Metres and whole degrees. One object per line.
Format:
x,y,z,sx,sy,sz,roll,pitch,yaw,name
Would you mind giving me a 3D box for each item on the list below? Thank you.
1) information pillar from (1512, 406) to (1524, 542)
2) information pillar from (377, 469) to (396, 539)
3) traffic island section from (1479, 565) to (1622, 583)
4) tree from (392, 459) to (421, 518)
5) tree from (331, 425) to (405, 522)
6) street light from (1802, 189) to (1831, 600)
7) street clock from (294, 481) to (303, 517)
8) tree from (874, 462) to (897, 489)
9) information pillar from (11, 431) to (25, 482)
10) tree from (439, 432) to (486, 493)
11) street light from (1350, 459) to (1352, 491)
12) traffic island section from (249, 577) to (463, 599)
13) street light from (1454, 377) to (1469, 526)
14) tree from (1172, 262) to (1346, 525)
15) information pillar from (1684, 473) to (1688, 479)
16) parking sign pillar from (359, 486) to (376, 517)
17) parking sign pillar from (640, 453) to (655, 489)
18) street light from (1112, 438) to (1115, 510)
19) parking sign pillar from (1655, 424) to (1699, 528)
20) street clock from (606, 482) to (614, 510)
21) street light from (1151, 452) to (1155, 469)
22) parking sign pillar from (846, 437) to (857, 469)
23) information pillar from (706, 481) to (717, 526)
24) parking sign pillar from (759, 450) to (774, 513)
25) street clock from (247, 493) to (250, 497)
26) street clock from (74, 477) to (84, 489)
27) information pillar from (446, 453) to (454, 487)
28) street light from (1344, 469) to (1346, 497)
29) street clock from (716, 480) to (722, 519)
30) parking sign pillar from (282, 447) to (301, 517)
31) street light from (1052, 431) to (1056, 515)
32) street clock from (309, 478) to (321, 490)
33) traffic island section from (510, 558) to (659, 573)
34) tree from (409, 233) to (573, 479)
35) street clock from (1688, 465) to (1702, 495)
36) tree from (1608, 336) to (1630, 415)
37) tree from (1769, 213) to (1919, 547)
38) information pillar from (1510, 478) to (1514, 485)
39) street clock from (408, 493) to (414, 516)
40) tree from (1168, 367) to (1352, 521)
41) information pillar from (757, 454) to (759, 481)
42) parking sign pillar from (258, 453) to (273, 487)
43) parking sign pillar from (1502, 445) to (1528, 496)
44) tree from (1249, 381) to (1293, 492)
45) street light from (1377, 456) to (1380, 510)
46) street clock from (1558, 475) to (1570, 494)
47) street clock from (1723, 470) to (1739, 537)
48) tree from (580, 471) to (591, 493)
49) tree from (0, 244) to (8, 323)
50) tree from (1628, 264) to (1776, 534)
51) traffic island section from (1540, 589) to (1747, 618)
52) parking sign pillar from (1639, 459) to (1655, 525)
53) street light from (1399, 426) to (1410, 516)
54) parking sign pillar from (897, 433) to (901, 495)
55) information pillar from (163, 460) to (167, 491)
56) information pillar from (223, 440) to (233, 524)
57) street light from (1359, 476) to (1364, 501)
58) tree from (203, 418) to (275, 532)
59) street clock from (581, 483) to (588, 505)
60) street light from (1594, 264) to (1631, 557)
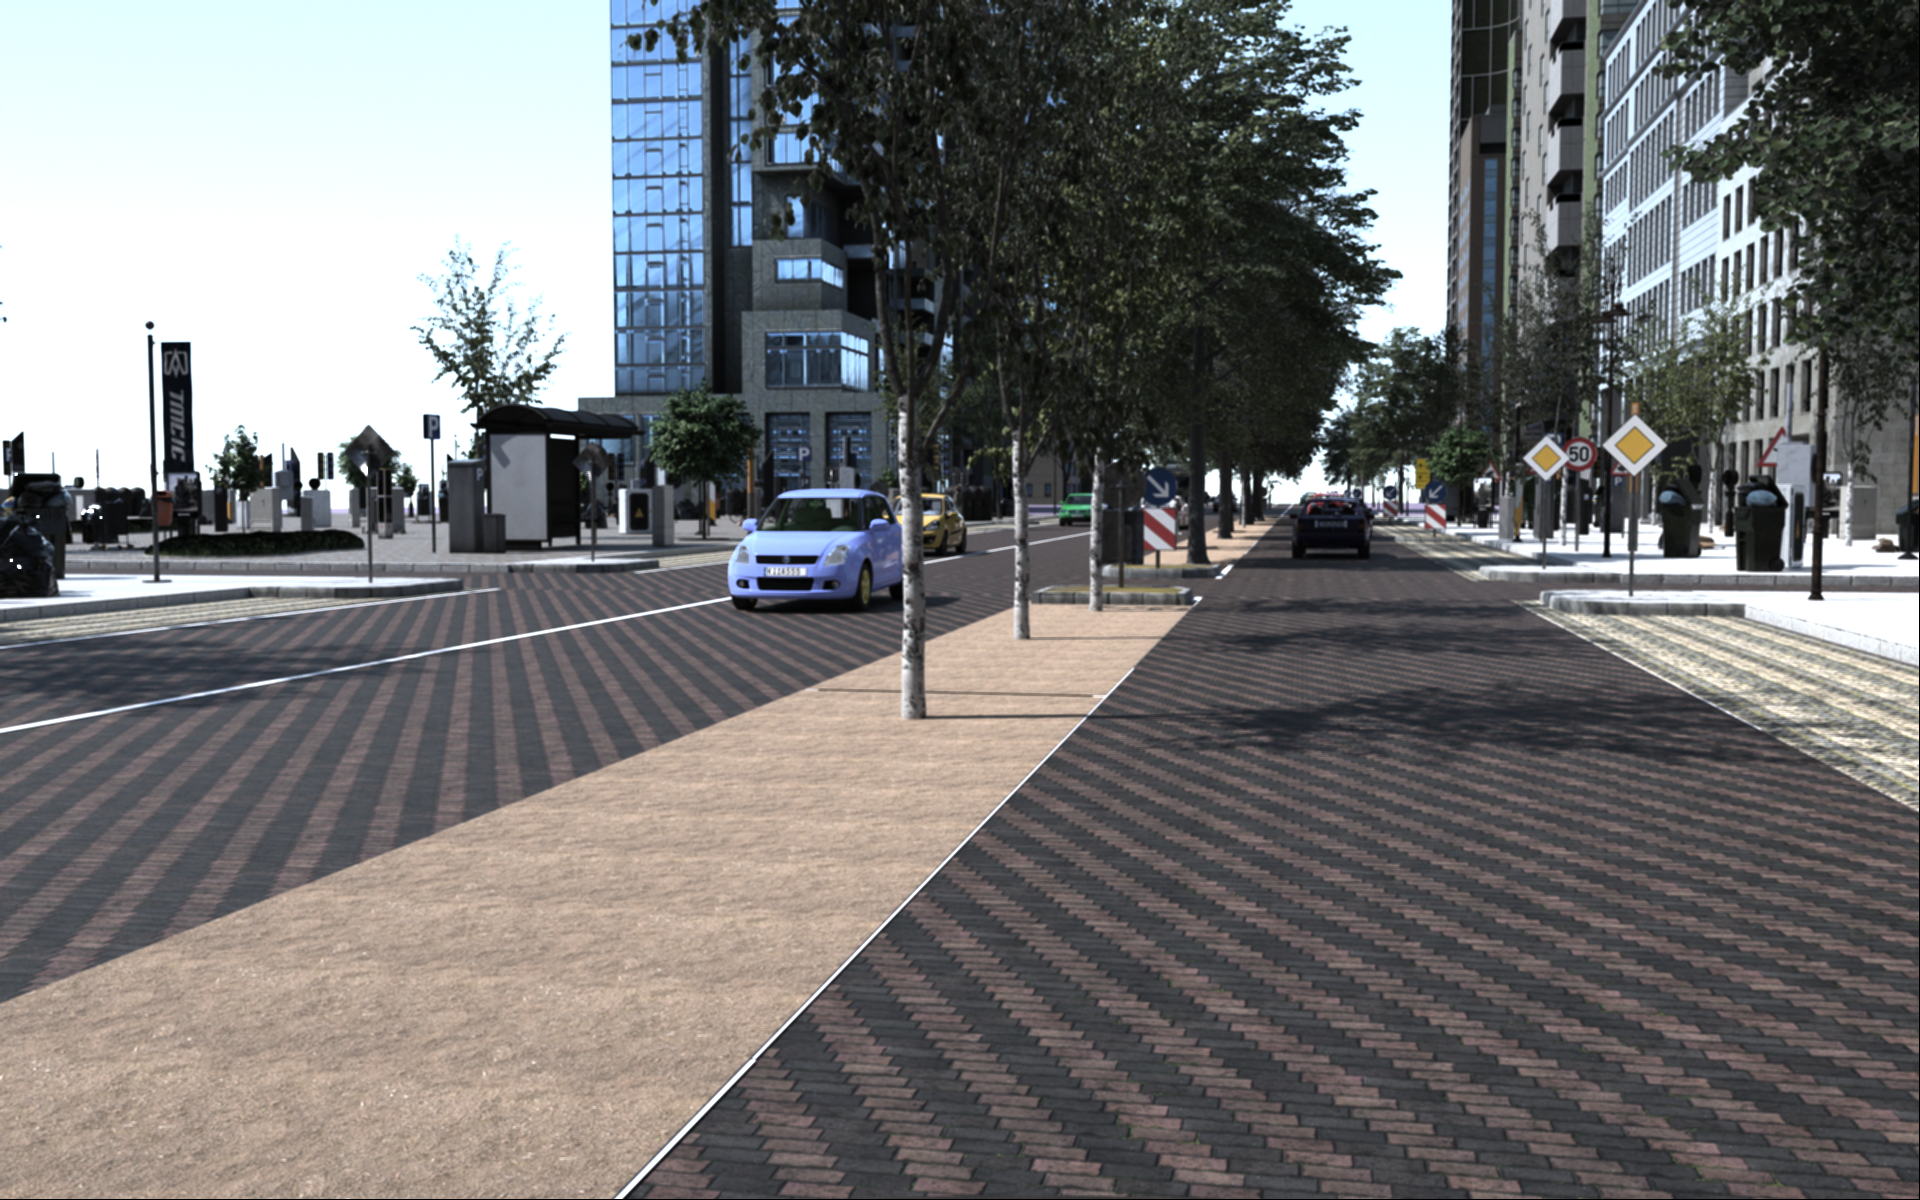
14.933,-3.356,46.224,0.183,3.616,0.504,2,4,32,information pillar
-16.573,-2.778,49.914,0.304,2.012,0.304,2,4,26,information pillar
9.973,-0.443,29.522,2.009,0.180,2.903,1,4,11,traffic island section
-30.358,-6.150,95.153,1.663,3.219,1.824,0,3,0,tree
-27.852,-5.963,81.207,4.285,4.588,4.351,0,3,0,tree
10.378,-2.938,20.818,0.468,5.910,1.993,1,4,11,street light
-36.874,-5.625,96.540,0.471,2.002,0.358,-2,4,-27,street clock
-4.390,-6.703,104.195,1.663,3.219,1.824,0,3,0,tree
-34.677,-4.433,63.832,0.183,3.616,0.504,2,4,29,information pillar
-15.096,-3.628,53.927,1.663,3.219,1.824,0,3,0,tree
50.891,-15.441,225.239,0.468,5.910,1.993,1,4,11,street light
-8.541,-0.169,25.044,2.009,0.180,2.903,1,4,11,traffic island section
19.842,-5.864,68.662,0.468,5.910,1.993,1,4,11,street light
13.423,-10.492,80.654,9.857,13.997,8.962,0,3,0,tree
25.735,-3.461,61.077,0.304,2.012,0.304,0,4,-4,information pillar
-33.566,-6.722,98.371,1.447,3.967,1.447,-1,4,-9,parking sign pillar
-17.443,-6.616,96.648,1.447,3.967,1.447,1,4,9,parking sign pillar
12.579,-10.355,142.096,0.468,5.910,1.993,1,4,11,street light
27.415,-4.740,65.965,1.447,3.967,1.447,1,4,23,parking sign pillar
-21.730,-6.298,107.537,0.471,2.002,0.358,-2,4,-34,street clock
19.562,-12.472,176.712,0.468,5.910,1.993,1,4,11,street light
-5.214,-5.757,82.607,1.447,3.967,1.447,0,4,-7,parking sign pillar
-10.077,-4.798,69.806,0.504,3.616,0.183,1,4,11,information pillar
-11.716,-7.100,104.555,1.447,3.967,1.447,1,4,21,parking sign pillar
-48.197,-6.926,117.806,0.471,2.002,0.358,2,4,28,street clock
-36.662,-4.131,72.115,0.471,2.002,0.358,3,4,36,street clock
-28.897,-6.540,98.278,0.183,3.616,0.504,3,5,39,information pillar
57.521,-17.509,259.062,0.468,5.910,1.993,1,4,11,street light
-14.049,-5.773,98.962,0.358,2.002,0.471,3,4,37,street clock
-37.846,-6.719,98.330,1.447,3.967,1.447,-3,4,-38,parking sign pillar
5.953,-8.299,108.477,0.468,5.910,1.993,1,4,11,street light
-29.090,-4.498,78.113,0.471,2.002,0.358,0,4,3,street clock
-6.988,-0.648,32.877,2.009,0.180,2.903,1,4,11,traffic island section
-13.562,-6.083,49.815,4.737,8.622,4.395,0,3,0,tree
18.330,-2.365,43.245,0.358,2.002,0.471,1,4,11,street clock
28.052,-7.267,69.172,4.737,8.622,4.395,0,3,0,tree
21.980,-5.609,42.065,4.360,8.622,3.978,0,3,0,tree
25.253,-4.556,78.987,0.304,2.012,0.304,-2,4,-28,information pillar
-30.992,-5.700,97.770,0.358,2.002,0.471,1,4,9,street clock
15.610,-10.488,90.950,9.611,12.733,9.660,0,3,0,tree
-11.915,-6.773,102.085,0.183,3.616,0.504,-1,4,-9,information pillar
-44.880,-7.519,111.406,1.447,3.967,1.447,-1,4,-19,parking sign pillar
30.762,-6.577,96.000,1.447,3.967,1.447,3,4,37,parking sign pillar
11.961,-7.333,72.712,4.360,8.622,3.978,0,3,0,tree
34.525,-10.391,142.678,0.468,5.910,1.993,1,4,11,street light
23.247,-3.802,66.730,0.471,2.002,0.358,-3,5,-42,street clock
23.081,-2.895,51.907,0.358,2.002,0.471,-1,4,-10,street clock
-17.845,-5.232,80.141,1.663,3.219,1.824,0,3,0,tree
-22.981,-5.364,38.060,4.737,8.622,4.395,0,3,0,tree
24.374,-6.474,56.213,4.737,8.622,4.395,0,3,0,tree
8.420,0.036,21.689,2.009,0.180,2.903,1,4,11,traffic island section
29.571,-5.187,73.283,1.447,3.967,1.447,3,4,38,parking sign pillar
27.857,-8.338,109.112,0.468,5.910,1.993,1,4,11,street light
-2.401,-5.412,76.954,1.447,3.967,1.447,1,4,16,parking sign pillar
-54.418,-7.792,118.757,0.504,3.616,0.183,1,4,16,information pillar
-31.720,-5.114,74.975,0.504,3.616,0.183,3,5,43,information pillar
44.123,-13.348,191.031,0.468,5.910,1.993,1,4,11,street light
-18.026,-3.007,43.772,1.663,3.219,1.824,0,3,0,tree
-18.534,-4.948,85.470,0.471,2.002,0.358,-2,4,-33,street clock
13.116,-3.802,34.948,0.468,5.910,1.993,1,4,11,street light
